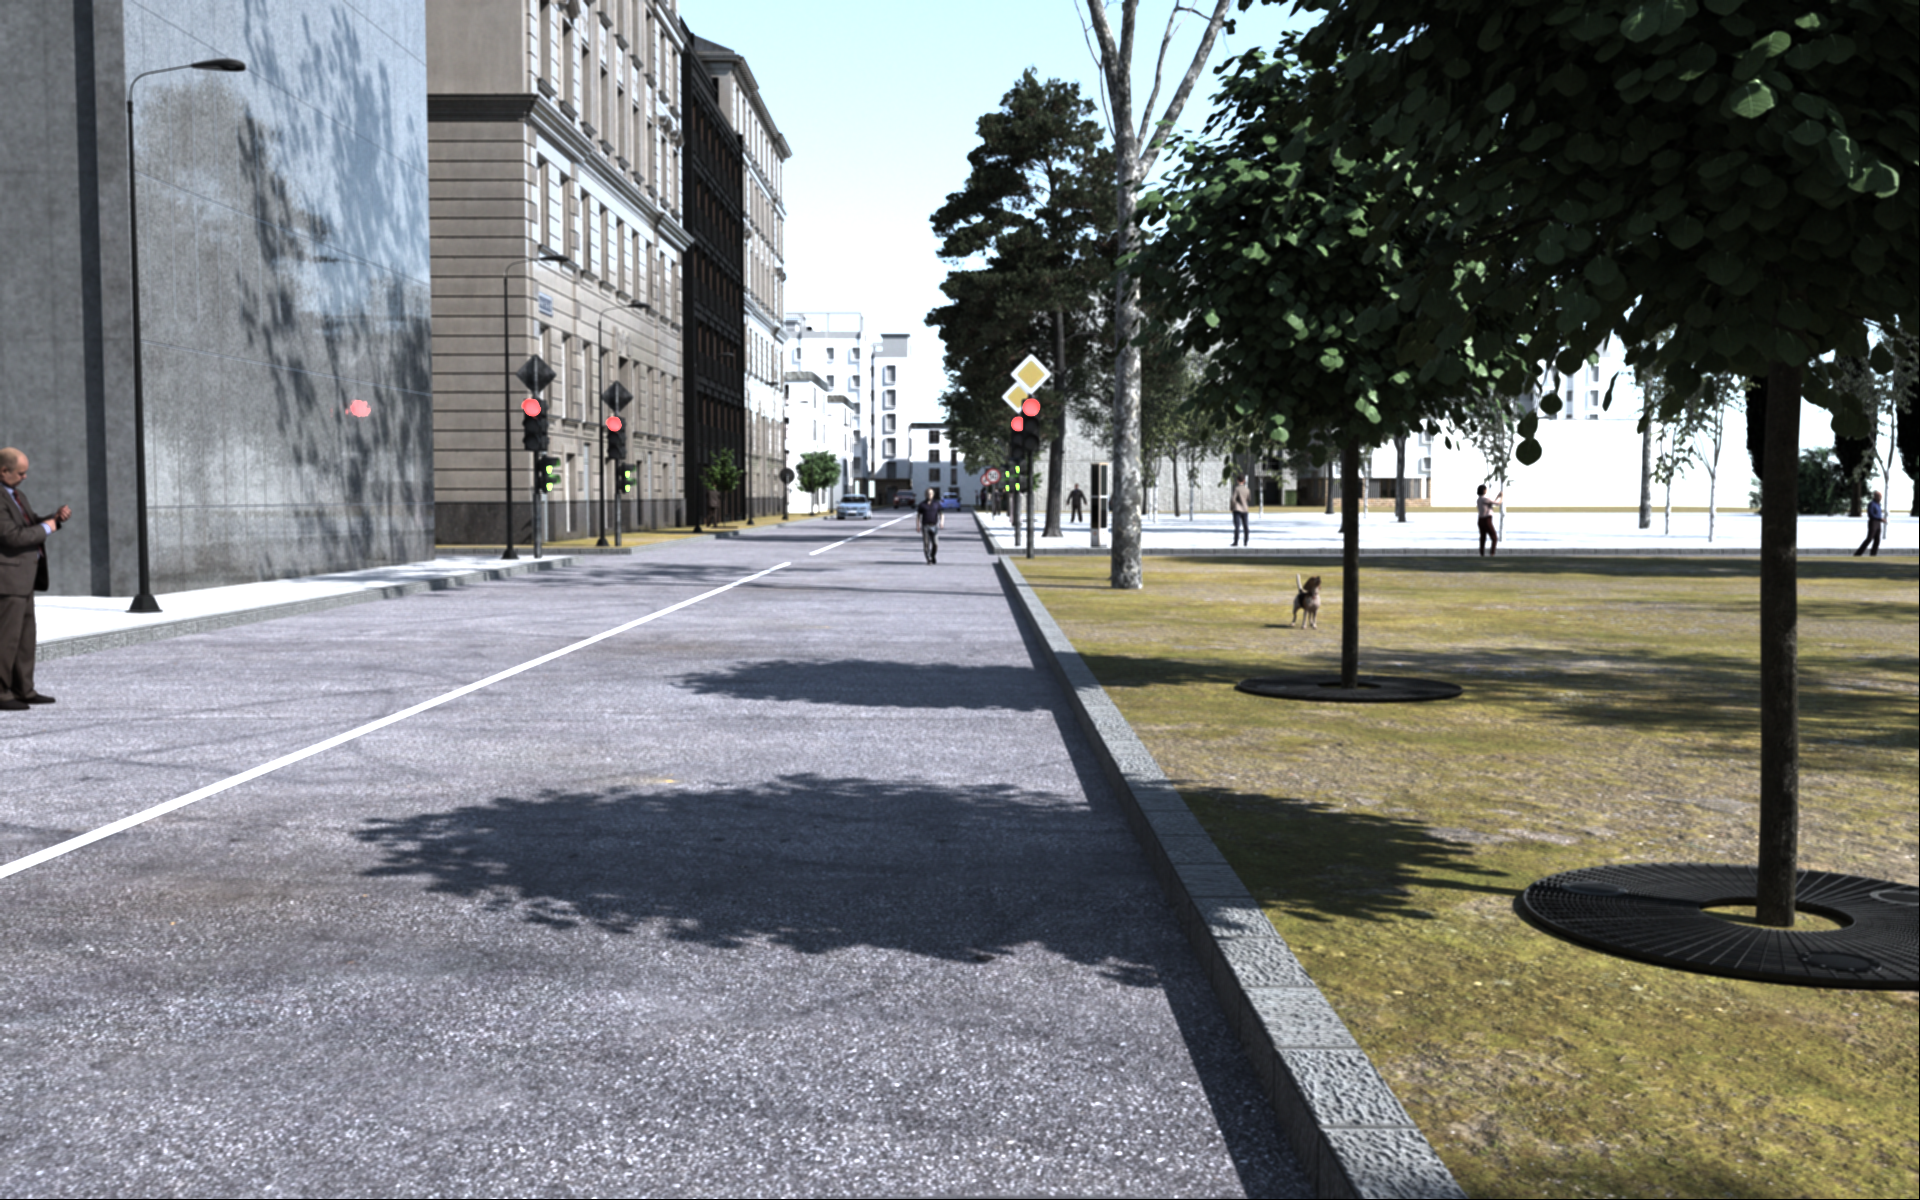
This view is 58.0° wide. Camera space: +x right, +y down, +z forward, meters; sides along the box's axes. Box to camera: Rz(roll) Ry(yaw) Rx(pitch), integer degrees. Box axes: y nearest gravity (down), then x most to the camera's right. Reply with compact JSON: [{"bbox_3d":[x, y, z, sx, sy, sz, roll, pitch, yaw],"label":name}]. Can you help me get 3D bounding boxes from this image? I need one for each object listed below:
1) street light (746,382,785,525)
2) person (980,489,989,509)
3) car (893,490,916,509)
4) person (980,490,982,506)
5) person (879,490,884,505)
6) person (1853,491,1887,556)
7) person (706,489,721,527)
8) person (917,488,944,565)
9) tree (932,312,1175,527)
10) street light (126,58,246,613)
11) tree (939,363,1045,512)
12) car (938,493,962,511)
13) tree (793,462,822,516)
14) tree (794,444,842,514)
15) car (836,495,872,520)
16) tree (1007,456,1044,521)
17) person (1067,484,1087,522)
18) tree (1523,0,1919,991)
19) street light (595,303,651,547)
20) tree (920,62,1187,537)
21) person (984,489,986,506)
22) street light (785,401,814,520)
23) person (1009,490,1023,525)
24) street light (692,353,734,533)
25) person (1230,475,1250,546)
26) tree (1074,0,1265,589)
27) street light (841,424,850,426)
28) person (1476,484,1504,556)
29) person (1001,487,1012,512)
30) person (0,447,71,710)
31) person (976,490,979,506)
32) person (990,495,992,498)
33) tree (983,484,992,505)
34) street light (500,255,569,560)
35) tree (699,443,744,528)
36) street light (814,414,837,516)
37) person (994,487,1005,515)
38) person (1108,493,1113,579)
[{"bbox_3d":[-8.168,-6.072,71.826,1.470,5.913,1.316,0,4,0],"label":"street light"},{"bbox_3d":[2.077,-8.705,149.051,0.721,1.739,1.217,-3,4,-38],"label":"person"},{"bbox_3d":[-5.412,-9.867,169.990,2.281,1.827,5.304,0,4,1],"label":"car"},{"bbox_3d":[2.166,-10.625,180.483,0.721,1.743,1.217,0,4,4],"label":"person"},{"bbox_3d":[-8.829,-11.492,194.741,0.742,1.727,0.445,1,4,18],"label":"person"},{"bbox_3d":[19.583,-1.582,37.066,0.574,1.496,0.600,-1,4,-17],"label":"person"},{"bbox_3d":[-9.569,-3.694,67.128,0.565,1.739,0.600,-2,4,-28],"label":"person"},{"bbox_3d":[-0.547,-1.498,35.209,0.569,1.553,0.471,2,4,29],"label":"person"},{"bbox_3d":[2.468,-8.179,68.146,7.601,10.594,8.767,-3,5,-40],"label":"tree"},{"bbox_3d":[-8.312,-2.818,18.616,1.470,5.913,1.316,0,4,0],"label":"street light"},{"bbox_3d":[1.975,-12.447,121.638,7.486,12.596,7.792,0,3,0],"label":"tree"},{"bbox_3d":[-0.824,-8.217,143.933,1.945,1.707,3.694,0,4,-2],"label":"car"},{"bbox_3d":[-9.058,-6.687,103.939,1.663,3.219,1.824,0,3,0],"label":"tree"},{"bbox_3d":[-9.173,-7.879,112.542,4.285,4.588,4.351,0,3,0],"label":"tree"},{"bbox_3d":[-5.942,-5.222,97.386,2.014,1.417,4.499,0,4,0],"label":"car"},{"bbox_3d":[3.241,-5.356,82.168,1.663,3.219,1.824,0,3,0],"label":"tree"},{"bbox_3d":[5.275,-4.388,78.333,0.990,1.755,0.434,2,4,25],"label":"person"},{"bbox_3d":[2.437,-1.309,5.123,4.285,4.588,4.351,0,3,0],"label":"tree"},{"bbox_3d":[-8.212,-4.262,42.224,1.470,5.913,1.316,0,4,0],"label":"street light"},{"bbox_3d":[3.006,-8.788,51.104,7.806,13.903,7.818,0,3,0],"label":"tree"},{"bbox_3d":[2.623,-10.860,183.473,0.709,1.838,0.599,1,4,10],"label":"person"},{"bbox_3d":[-8.209,-6.966,86.439,1.470,5.913,1.316,0,4,0],"label":"street light"},{"bbox_3d":[2.305,-3.899,70.452,0.621,1.740,0.551,0,4,-5],"label":"person"},{"bbox_3d":[-8.153,-5.179,57.213,1.470,5.913,1.316,0,4,0],"label":"street light"},{"bbox_3d":[6.866,-2.215,42.789,0.617,1.759,0.750,-1,4,-13],"label":"person"},{"bbox_3d":[3.580,-10.175,22.257,12.611,20.169,13.585,0,3,0],"label":"tree"},{"bbox_3d":[-8.041,-8.754,115.665,1.470,5.913,1.316,0,4,0],"label":"street light"},{"bbox_3d":[11.517,-1.695,37.675,0.566,1.644,0.517,1,4,23],"label":"person"},{"bbox_3d":[3.419,-7.424,127.453,0.705,1.821,1.348,3,5,43],"label":"person"},{"bbox_3d":[-6.280,-0.147,11.588,0.600,1.739,0.565,-3,4,-37],"label":"person"},{"bbox_3d":[1.860,-11.407,193.483,0.436,1.711,0.756,1,4,22],"label":"person"},{"bbox_3d":[2.753,-8.221,140.534,0.705,1.814,1.350,-1,4,-20],"label":"person"},{"bbox_3d":[3.343,-12.253,194.943,1.663,3.219,1.824,0,3,0],"label":"tree"},{"bbox_3d":[-8.279,-3.745,33.764,1.470,5.913,1.316,0,4,0],"label":"street light"},{"bbox_3d":[-8.916,-4.332,65.425,1.663,3.219,1.824,0,3,0],"label":"tree"},{"bbox_3d":[-8.093,-7.860,101.052,1.470,5.913,1.316,0,4,0],"label":"street light"},{"bbox_3d":[2.318,-5.943,104.006,0.742,1.727,0.445,-2,4,-31],"label":"person"},{"bbox_3d":[2.437,-1.081,25.937,0.429,1.552,0.499,0,4,4],"label":"person"}]
